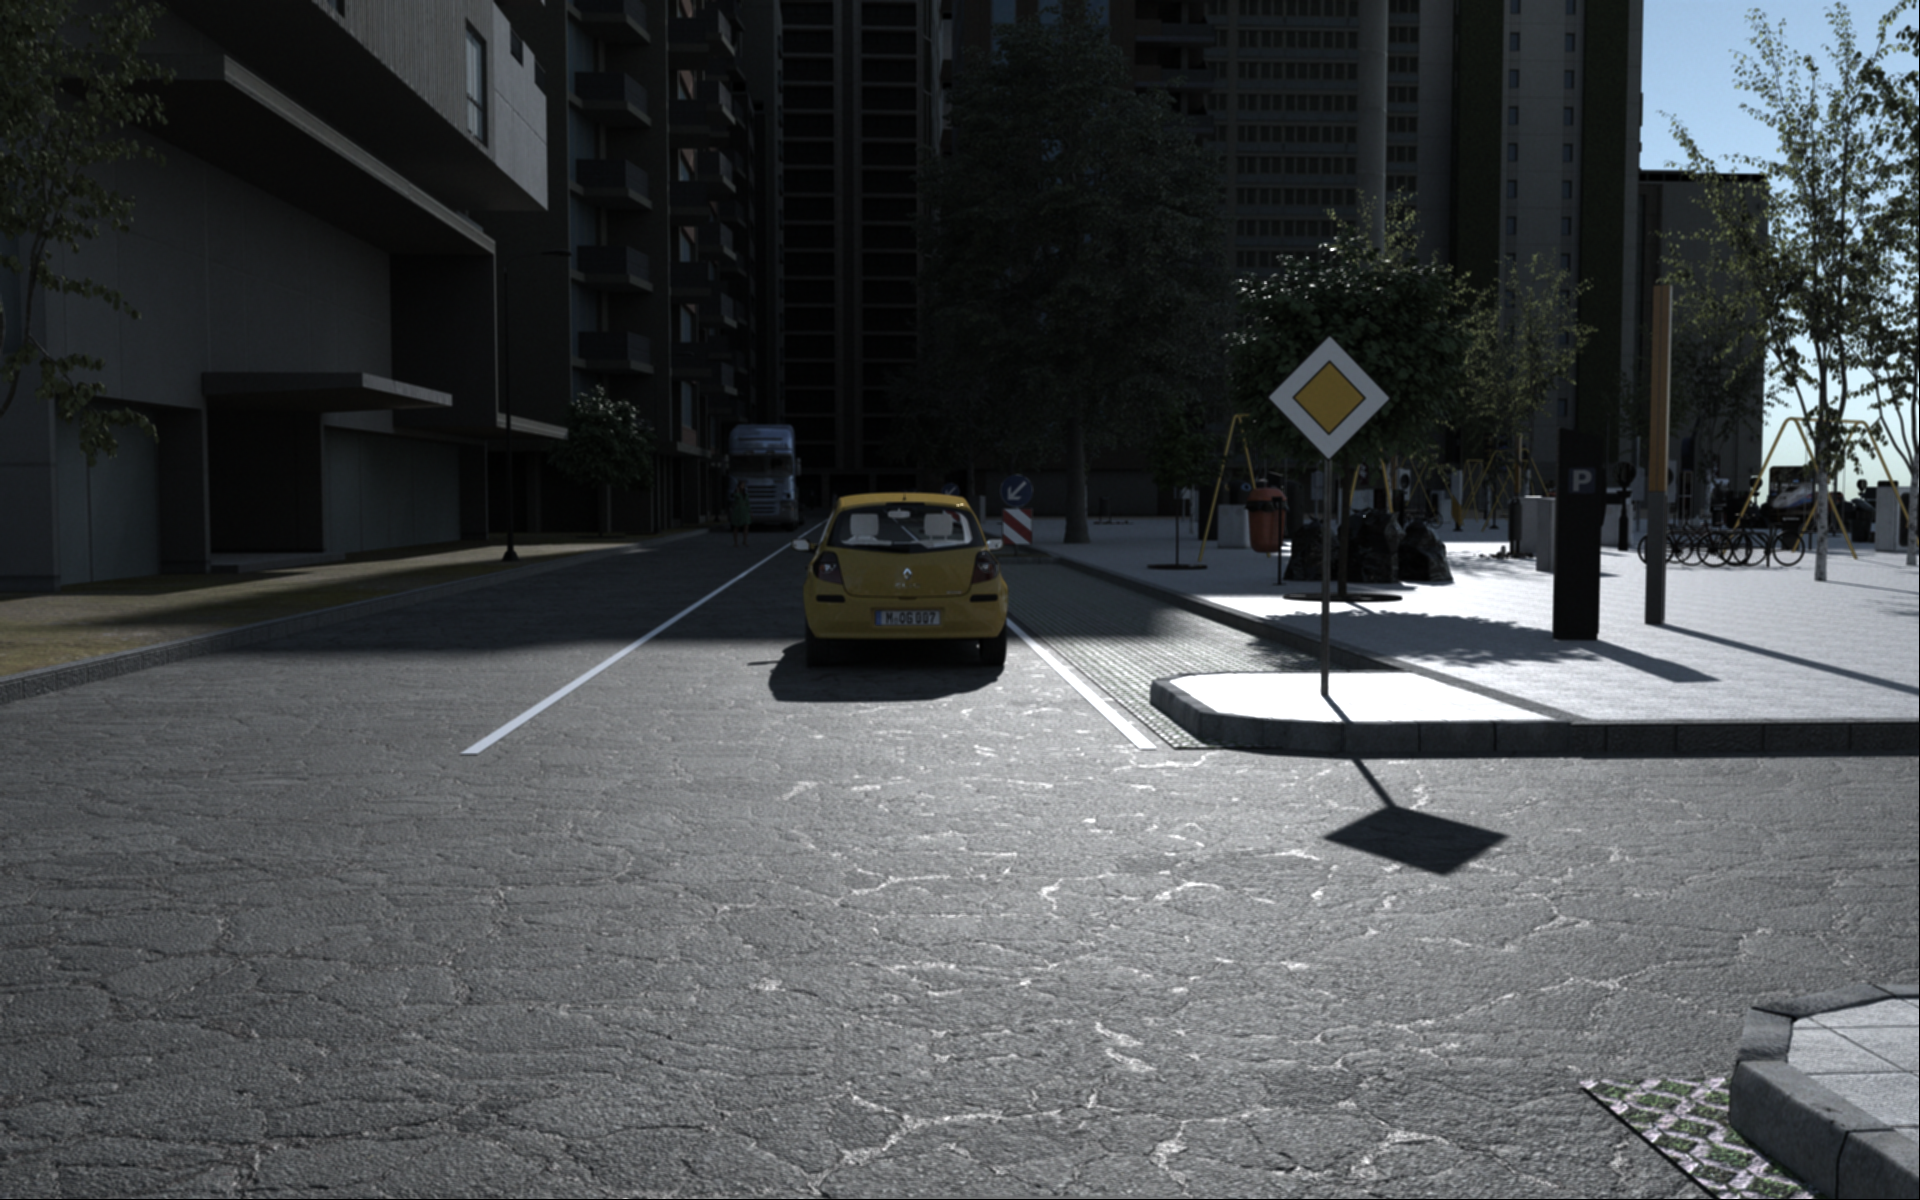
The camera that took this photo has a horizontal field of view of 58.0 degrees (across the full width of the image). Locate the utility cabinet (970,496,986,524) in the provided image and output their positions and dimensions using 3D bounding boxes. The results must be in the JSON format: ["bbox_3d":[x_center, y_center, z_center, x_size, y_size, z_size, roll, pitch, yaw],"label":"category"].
[{"bbox_3d":[0.765,-3.884,74.669,0.306,1.237,1.020,-2,4,-25],"label":"utility cabinet"}]

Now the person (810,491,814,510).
[{"bbox_3d":[-13.527,-9.045,157.116,0.721,1.736,1.217,-1,4,-10],"label":"person"}]

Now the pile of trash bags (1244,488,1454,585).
[{"bbox_3d":[5.532,-0.960,25.442,3.447,1.369,1.912,-2,4,-35],"label":"pile of trash bags"}]

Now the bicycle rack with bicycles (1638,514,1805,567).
[{"bbox_3d":[13.638,-1.092,31.231,2.925,0.926,2.852,1,4,14],"label":"bicycle rack with bicycles"}]

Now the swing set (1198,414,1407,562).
[{"bbox_3d":[6.431,-2.174,33.170,3.119,2.851,2.862,3,4,38],"label":"swing set"}]

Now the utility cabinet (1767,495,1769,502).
[{"bbox_3d":[41.001,-4.624,86.760,1.020,1.237,0.306,0,4,8],"label":"utility cabinet"}]

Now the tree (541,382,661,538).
[{"bbox_3d":[-10.537,-4.105,50.826,4.285,4.588,4.351,0,3,0],"label":"tree"}]

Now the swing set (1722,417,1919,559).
[{"bbox_3d":[17.940,-2.351,36.052,3.119,2.851,2.862,-3,4,-36],"label":"swing set"}]

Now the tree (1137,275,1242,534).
[{"bbox_3d":[7.379,-6.443,55.713,4.360,8.622,3.978,0,3,0],"label":"tree"}]

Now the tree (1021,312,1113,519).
[{"bbox_3d":[4.350,-6.911,63.359,4.737,8.622,4.395,0,3,0],"label":"tree"}]

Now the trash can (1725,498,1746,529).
[{"bbox_3d":[28.588,-3.194,63.871,0.748,1.137,0.748,0,3,0],"label":"trash can"}]

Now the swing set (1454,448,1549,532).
[{"bbox_3d":[19.217,-3.839,60.388,2.862,2.851,3.119,0,4,-1],"label":"swing set"}]

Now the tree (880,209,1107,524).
[{"bbox_3d":[2.210,-9.972,73.411,12.009,13.543,11.850,0,3,0],"label":"tree"}]

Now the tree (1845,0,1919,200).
[{"bbox_3d":[10.568,-3.993,15.641,4.737,8.622,4.395,0,3,0],"label":"tree"}]

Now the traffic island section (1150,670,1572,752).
[{"bbox_3d":[2.348,0.685,11.074,2.009,0.180,2.903,0,4,-3],"label":"traffic island section"}]

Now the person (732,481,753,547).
[{"bbox_3d":[-5.930,-2.336,46.948,0.600,1.795,0.529,-3,5,-43],"label":"person"}]

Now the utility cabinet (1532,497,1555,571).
[{"bbox_3d":[10.119,-1.096,29.075,1.020,1.237,0.306,-2,4,-34],"label":"utility cabinet"}]

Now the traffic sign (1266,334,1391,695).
[{"bbox_3d":[2.325,-0.450,10.996,0.795,2.450,0.064,0,4,-3],"label":"traffic sign"}]

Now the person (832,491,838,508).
[{"bbox_3d":[-11.734,-9.354,162.107,0.621,1.740,0.551,2,4,25],"label":"person"}]

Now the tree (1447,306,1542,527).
[{"bbox_3d":[20.517,-7.134,67.009,4.737,8.622,4.395,0,3,0],"label":"tree"}]

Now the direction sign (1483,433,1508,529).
[{"bbox_3d":[19.745,-4.399,63.913,0.876,3.537,0.379,0,3,0],"label":"direction sign"}]

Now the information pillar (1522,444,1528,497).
[{"bbox_3d":[26.134,-5.429,80.123,0.183,3.616,0.504,0,4,-1],"label":"information pillar"}]

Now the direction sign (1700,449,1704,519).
[{"bbox_3d":[37.467,-5.854,87.717,0.379,3.537,0.876,0,4,5],"label":"direction sign"}]

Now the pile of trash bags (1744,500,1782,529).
[{"bbox_3d":[31.078,-3.344,64.432,3.447,1.369,1.912,0,4,5],"label":"pile of trash bags"}]

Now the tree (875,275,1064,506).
[{"bbox_3d":[0.428,-10.412,87.247,9.611,12.733,9.660,0,3,0],"label":"tree"}]

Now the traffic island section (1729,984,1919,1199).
[{"bbox_3d":[2.780,1.173,3.101,2.009,0.180,2.903,0,4,-3],"label":"traffic island section"}]

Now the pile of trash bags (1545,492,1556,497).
[{"bbox_3d":[28.688,-4.284,79.798,3.447,1.369,1.912,2,4,25],"label":"pile of trash bags"}]

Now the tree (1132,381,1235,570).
[{"bbox_3d":[3.741,-2.145,29.665,1.663,3.219,1.824,0,3,0],"label":"tree"}]

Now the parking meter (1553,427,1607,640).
[{"bbox_3d":[5.464,-0.585,15.270,0.399,1.863,0.255,1,4,10],"label":"parking meter"}]

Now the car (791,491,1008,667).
[{"bbox_3d":[-0.550,-0.345,15.861,2.015,1.641,3.980,0,4,-4],"label":"car"}]

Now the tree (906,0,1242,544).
[{"bbox_3d":[3.075,-8.443,44.693,9.857,13.997,8.962,0,3,0],"label":"tree"}]

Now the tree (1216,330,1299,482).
[{"bbox_3d":[12.802,-7.565,74.049,4.737,8.622,4.395,0,3,0],"label":"tree"}]

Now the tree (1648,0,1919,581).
[{"bbox_3d":[12.506,-4.589,25.395,4.360,8.622,3.978,0,3,0],"label":"tree"}]

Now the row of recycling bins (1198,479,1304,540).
[{"bbox_3d":[8.216,-2.563,49.013,3.534,1.692,1.069,-2,4,-31],"label":"row of recycling bins"}]

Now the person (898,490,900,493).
[{"bbox_3d":[-4.592,-7.513,132.061,1.217,1.743,0.721,-1,4,-20],"label":"person"}]

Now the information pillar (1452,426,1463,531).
[{"bbox_3d":[17.222,-4.196,59.959,0.183,3.616,0.504,-1,4,-16],"label":"information pillar"}]

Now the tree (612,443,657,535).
[{"bbox_3d":[-10.098,-3.694,54.994,1.663,3.219,1.824,0,3,0],"label":"tree"}]

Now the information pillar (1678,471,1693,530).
[{"bbox_3d":[23.505,-3.159,56.148,0.304,2.012,0.304,-1,4,-8],"label":"information pillar"}]

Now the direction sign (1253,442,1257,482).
[{"bbox_3d":[10.399,-4.228,61.128,0.379,3.537,0.876,1,4,17],"label":"direction sign"}]

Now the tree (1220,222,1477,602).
[{"bbox_3d":[4.644,-2.284,21.056,4.285,4.588,4.351,0,3,0],"label":"tree"}]

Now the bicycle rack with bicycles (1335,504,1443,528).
[{"bbox_3d":[16.250,-3.158,65.019,2.852,0.926,2.925,-2,4,-29],"label":"bicycle rack with bicycles"}]

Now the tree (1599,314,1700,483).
[{"bbox_3d":[28.787,-7.417,71.636,4.737,8.622,4.395,0,3,0],"label":"tree"}]

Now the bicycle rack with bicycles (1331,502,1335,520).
[{"bbox_3d":[19.299,-4.416,85.578,2.852,0.926,2.925,1,4,18],"label":"bicycle rack with bicycles"}]

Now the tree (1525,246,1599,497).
[{"bbox_3d":[16.648,-6.178,51.374,4.360,8.622,3.978,0,3,0],"label":"tree"}]

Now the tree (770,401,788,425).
[{"bbox_3d":[-15.270,-11.194,133.379,4.360,8.622,3.978,0,3,0],"label":"tree"}]

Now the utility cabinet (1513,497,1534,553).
[{"bbox_3d":[12.619,-1.633,37.865,1.020,1.237,0.306,1,4,17],"label":"utility cabinet"}]

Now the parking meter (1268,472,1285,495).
[{"bbox_3d":[8.301,-2.433,45.491,0.399,1.863,0.255,2,4,34],"label":"parking meter"}]

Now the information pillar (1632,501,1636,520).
[{"bbox_3d":[32.998,-4.926,85.027,0.304,2.012,0.304,0,4,3],"label":"information pillar"}]

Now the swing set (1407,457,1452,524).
[{"bbox_3d":[18.998,-4.522,71.554,2.862,2.851,3.119,0,4,-5],"label":"swing set"}]

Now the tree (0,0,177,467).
[{"bbox_3d":[-8.633,-3.946,14.884,4.737,8.622,4.395,0,3,0],"label":"tree"}]

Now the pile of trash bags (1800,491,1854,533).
[{"bbox_3d":[28.714,-2.932,57.693,1.912,1.369,3.447,2,4,30],"label":"pile of trash bags"}]

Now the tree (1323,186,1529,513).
[{"bbox_3d":[10.450,-5.568,41.392,4.360,8.622,3.978,0,3,0],"label":"tree"}]
